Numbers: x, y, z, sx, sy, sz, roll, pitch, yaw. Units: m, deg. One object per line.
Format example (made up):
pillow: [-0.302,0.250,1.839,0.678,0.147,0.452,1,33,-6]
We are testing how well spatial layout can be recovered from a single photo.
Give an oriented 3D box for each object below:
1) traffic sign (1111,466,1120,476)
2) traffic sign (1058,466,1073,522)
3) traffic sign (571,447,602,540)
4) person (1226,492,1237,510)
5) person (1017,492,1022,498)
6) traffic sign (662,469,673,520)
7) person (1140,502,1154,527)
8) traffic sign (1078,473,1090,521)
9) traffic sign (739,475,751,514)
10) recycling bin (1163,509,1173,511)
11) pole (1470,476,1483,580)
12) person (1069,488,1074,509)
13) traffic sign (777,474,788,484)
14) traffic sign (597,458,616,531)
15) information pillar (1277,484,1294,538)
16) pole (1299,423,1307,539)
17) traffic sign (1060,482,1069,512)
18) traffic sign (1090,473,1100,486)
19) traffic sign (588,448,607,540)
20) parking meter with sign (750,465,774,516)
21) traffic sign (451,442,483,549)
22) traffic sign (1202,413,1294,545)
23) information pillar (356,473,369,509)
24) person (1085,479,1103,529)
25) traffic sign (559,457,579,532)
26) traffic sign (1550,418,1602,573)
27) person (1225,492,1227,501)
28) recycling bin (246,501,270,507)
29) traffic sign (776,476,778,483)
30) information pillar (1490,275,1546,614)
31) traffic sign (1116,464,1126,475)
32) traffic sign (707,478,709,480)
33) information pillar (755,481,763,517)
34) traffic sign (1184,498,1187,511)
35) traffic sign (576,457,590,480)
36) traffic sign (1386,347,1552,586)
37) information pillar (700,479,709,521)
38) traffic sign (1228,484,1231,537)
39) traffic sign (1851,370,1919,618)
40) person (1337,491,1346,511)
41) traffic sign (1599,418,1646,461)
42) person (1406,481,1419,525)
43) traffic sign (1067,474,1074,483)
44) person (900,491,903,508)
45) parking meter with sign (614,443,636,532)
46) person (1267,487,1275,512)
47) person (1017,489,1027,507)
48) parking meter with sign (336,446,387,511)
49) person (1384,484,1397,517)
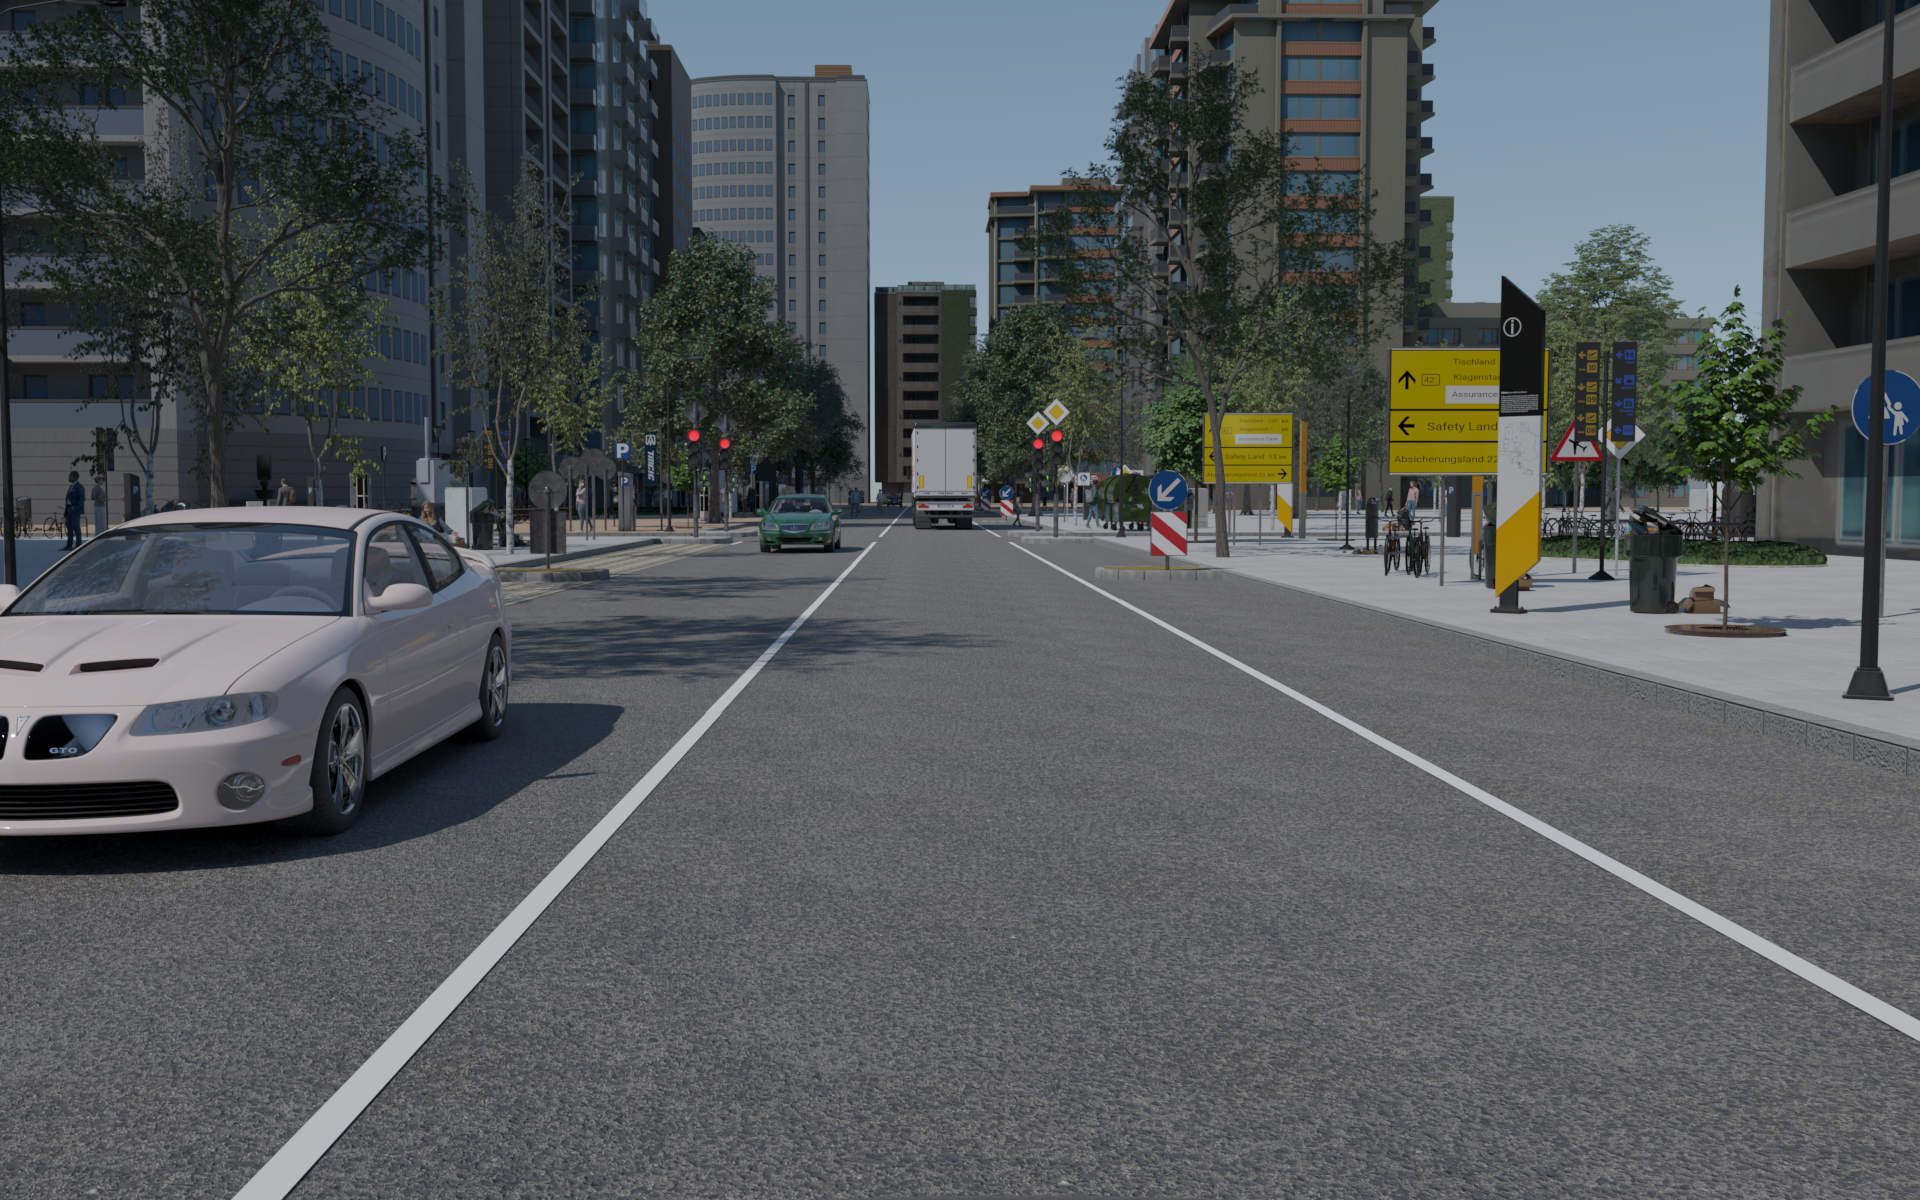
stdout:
traffic sign: [7.177,-4.754,77.827,0.768,2.556,0.104,0,4,1]
traffic sign: [4.745,-4.794,78.487,0.768,2.556,0.104,0,4,4]
traffic sign: [-10.306,-2.923,47.793,0.884,2.594,0.081,0,4,5]
person: [21.319,-7.976,137.155,1.217,1.736,0.721,2,4,25]
person: [5.299,-9.880,167.211,1.348,1.869,0.705,0,4,0]
traffic sign: [-14.238,-5.158,84.446,0.768,2.556,0.104,0,4,5]
person: [7.014,-3.632,65.650,0.641,1.798,0.478,-2,4,-29]
traffic sign: [5.974,-4.992,83.749,0.606,2.300,0.079,0,4,-1]
traffic sign: [-14.070,-6.930,113.407,0.768,2.556,0.104,0,4,2]
recycling bin: [9.048,-3.765,74.108,0.722,1.027,0.722,-1,4,-9]
pole: [7.738,-1.959,25.870,0.158,3.312,0.155,0,3,0]
person: [9.354,-8.421,144.283,0.434,1.755,0.990,-2,4,-26]
traffic sign: [-11.502,-6.844,112.005,0.768,2.556,0.104,0,4,5]
traffic sign: [-12.430,-3.705,60.677,0.768,2.556,0.104,0,4,1]
information pillar: [9.551,-3.635,50.780,0.504,3.616,0.183,3,5,40]
pole: [9.818,-3.410,49.595,0.158,3.312,0.155,0,3,0]
traffic sign: [7.561,-7.720,126.322,0.768,2.556,0.104,0,4,4]
traffic sign: [8.260,-6.558,107.323,0.768,2.556,0.104,0,4,2]
traffic sign: [-10.217,-2.947,48.287,0.768,2.556,0.104,0,4,1]
parking meter with sign: [-11.647,-6.494,102.431,1.738,3.016,0.543,3,4,37]
traffic sign: [-11.550,-2.476,40.597,0.768,2.556,0.104,0,4,2]
traffic sign: [7.199,-3.025,43.334,2.265,3.308,0.079,0,4,2]
information pillar: [-21.012,-3.451,60.911,0.304,2.012,0.304,1,4,9]
person: [4.949,-3.533,63.791,0.713,1.824,0.794,0,4,6]
traffic sign: [-13.292,-3.606,59.067,0.768,2.556,0.104,0,4,7]
traffic sign: [9.955,-1.712,27.998,0.884,2.594,0.081,0,4,2]
person: [19.715,-7.573,130.129,0.678,1.792,0.850,-2,4,-27]
recycling bin: [-24.262,-2.897,59.913,0.722,1.027,0.722,-1,4,-17]
traffic sign: [-11.896,-6.707,109.772,0.768,2.556,0.104,0,4,2]
information pillar: [5.971,-1.660,18.493,0.504,3.616,0.183,3,5,43]
traffic sign: [7.295,-4.699,76.567,0.795,2.593,0.064,0,4,7]
traffic sign: [-14.702,-6.037,98.816,0.768,2.556,0.104,0,4,-1]
information pillar: [-11.387,-5.727,98.122,0.304,2.012,0.304,2,4,23]
traffic sign: [6.607,-3.103,50.740,0.884,2.594,0.081,0,4,-1]
traffic sign: [-12.995,-3.628,59.430,0.768,2.556,0.104,0,4,7]
traffic sign: [7.038,-1.845,24.036,2.265,3.308,0.079,0,4,0]
information pillar: [-12.176,-4.769,82.472,0.304,2.012,0.304,3,5,41]
traffic sign: [8.004,-3.137,51.398,0.768,2.556,0.104,0,4,6]
traffic sign: [9.530,-1.087,17.880,0.768,2.556,0.104,0,4,-1]
person: [23.149,-6.011,104.673,0.694,1.780,0.624,-1,4,-11]
traffic sign: [10.240,-1.660,26.879,0.795,2.593,0.064,0,4,4]
person: [18.643,-4.001,71.464,0.555,1.821,0.388,3,5,40]
traffic sign: [4.966,-4.897,79.802,0.795,2.593,0.064,0,3,0]
person: [-6.245,-10.629,182.801,0.721,1.766,1.217,0,3,0]
parking meter with sign: [-11.477,-3.874,59.608,0.543,3.016,1.738,0,4,-3]
person: [21.804,-7.062,121.389,0.818,1.842,0.514,-1,4,-21]
person: [6.023,-10.073,170.745,1.348,1.824,0.705,1,4,21]
parking meter with sign: [-21.676,-4.060,62.639,1.738,3.016,0.543,0,4,-6]
person: [24.526,-5.674,98.591,0.755,1.850,0.659,1,4,10]
